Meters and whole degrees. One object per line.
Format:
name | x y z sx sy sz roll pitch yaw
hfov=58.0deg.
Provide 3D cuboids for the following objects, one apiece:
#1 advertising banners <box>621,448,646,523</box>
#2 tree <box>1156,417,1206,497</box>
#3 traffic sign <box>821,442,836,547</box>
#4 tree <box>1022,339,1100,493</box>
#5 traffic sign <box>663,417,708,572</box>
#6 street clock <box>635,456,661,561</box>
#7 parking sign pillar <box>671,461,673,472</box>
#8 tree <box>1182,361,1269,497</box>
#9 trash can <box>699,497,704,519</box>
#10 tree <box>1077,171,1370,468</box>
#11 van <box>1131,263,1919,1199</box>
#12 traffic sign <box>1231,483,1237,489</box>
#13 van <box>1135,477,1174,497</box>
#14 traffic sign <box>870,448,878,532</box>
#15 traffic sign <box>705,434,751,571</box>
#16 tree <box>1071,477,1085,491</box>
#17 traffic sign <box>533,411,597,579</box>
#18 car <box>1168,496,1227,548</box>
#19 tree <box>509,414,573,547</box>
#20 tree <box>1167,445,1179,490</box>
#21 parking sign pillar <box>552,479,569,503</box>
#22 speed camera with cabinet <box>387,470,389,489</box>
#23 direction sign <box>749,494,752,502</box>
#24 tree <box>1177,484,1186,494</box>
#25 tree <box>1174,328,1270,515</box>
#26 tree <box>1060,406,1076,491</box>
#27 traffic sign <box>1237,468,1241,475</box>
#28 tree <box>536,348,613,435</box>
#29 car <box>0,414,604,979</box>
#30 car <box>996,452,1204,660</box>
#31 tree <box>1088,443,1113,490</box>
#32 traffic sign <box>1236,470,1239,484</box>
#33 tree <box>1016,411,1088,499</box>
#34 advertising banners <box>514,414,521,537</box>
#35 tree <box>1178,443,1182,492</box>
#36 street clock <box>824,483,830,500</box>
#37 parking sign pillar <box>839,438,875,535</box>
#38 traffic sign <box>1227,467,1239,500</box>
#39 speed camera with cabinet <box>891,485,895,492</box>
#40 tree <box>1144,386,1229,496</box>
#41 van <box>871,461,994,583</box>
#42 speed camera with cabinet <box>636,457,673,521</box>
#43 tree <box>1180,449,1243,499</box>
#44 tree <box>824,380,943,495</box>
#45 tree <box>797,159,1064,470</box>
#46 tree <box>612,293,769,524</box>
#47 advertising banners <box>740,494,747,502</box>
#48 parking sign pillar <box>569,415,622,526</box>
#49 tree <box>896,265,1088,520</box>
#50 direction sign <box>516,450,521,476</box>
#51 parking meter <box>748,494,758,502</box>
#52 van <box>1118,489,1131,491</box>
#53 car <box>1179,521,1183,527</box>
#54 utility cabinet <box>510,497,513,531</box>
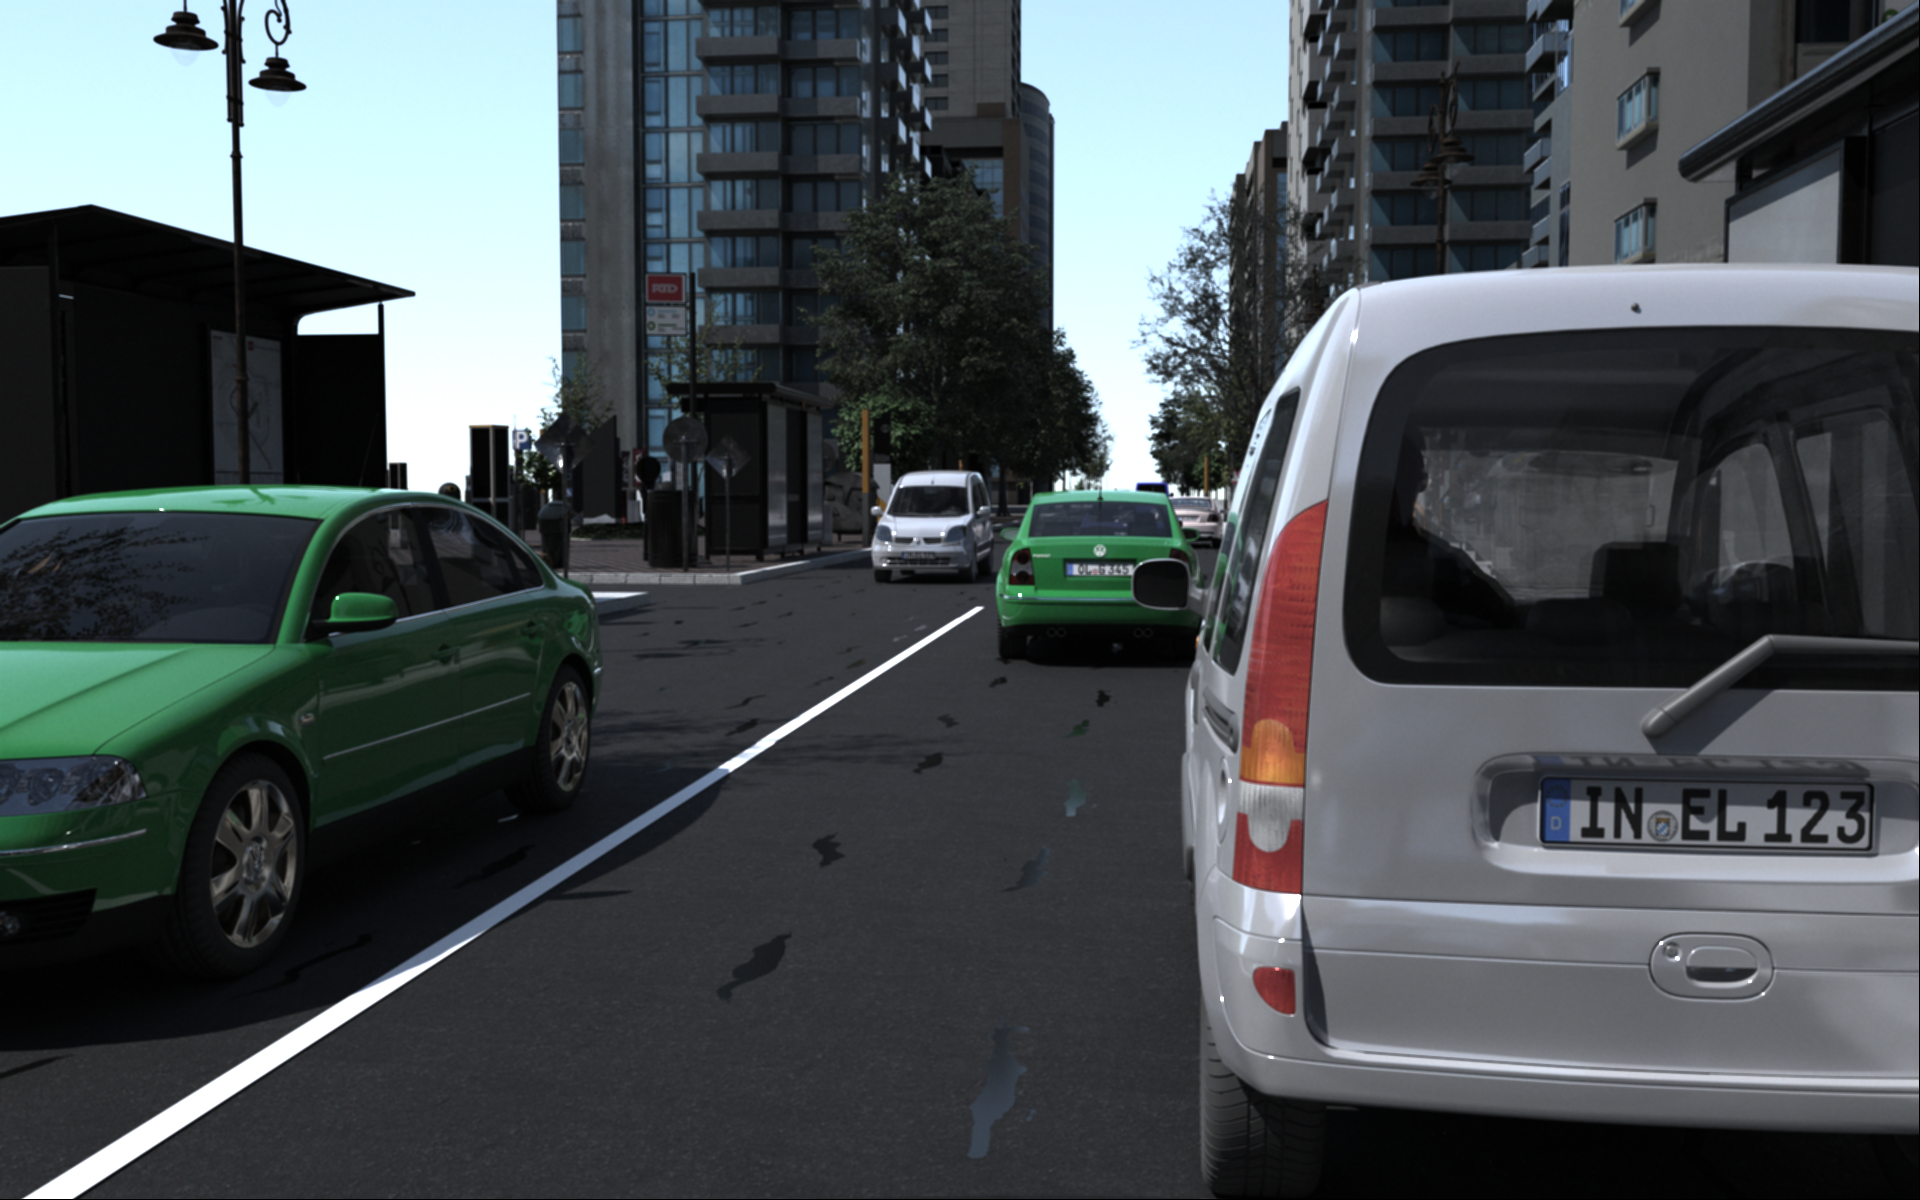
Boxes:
advertising banners | -12.946 -4.265 65.926 2.074 3.025 0.090 0 4 4
tree | 29.107 -18.459 227.552 9.928 11.665 9.643 0 3 0
traffic sign | -3.385 -2.555 41.883 0.768 2.556 0.104 1 4 10
tree | 5.299 -12.401 120.878 7.486 12.596 7.792 0 3 0
traffic sign | -4.533 -1.739 28.536 0.768 2.556 0.104 0 4 8
street clock | -5.994 -1.757 33.296 0.471 2.002 0.358 -1 4 -20
parking sign pillar | -16.470 -6.818 99.950 1.447 3.967 1.447 -1 4 -14
tree | 14.465 -8.533 89.882 4.360 8.622 3.978 0 3 0
trash can | -13.811 -4.854 91.018 0.748 1.137 0.748 0 3 0
tree | 11.450 -9.515 65.934 12.009 13.543 11.850 0 3 0
van | 1.473 0.135 4.808 2.013 2.044 4.112 0 4 7
traffic sign | 15.451 -5.934 97.127 0.768 2.556 0.104 0 4 7
van | 10.266 -5.385 92.424 2.240 2.365 5.245 0 4 7
traffic sign | -2.324 -2.924 47.915 0.768 2.556 0.104 1 4 12
traffic sign | -3.892 -1.551 29.009 0.795 2.450 0.064 0 4 7
tree | 13.361 -12.021 191.142 1.663 3.219 1.824 0 3 0
traffic sign | -4.803 -1.066 21.076 0.795 2.450 0.064 0 4 7
car | 6.272 -2.152 47.550 2.083 1.381 4.827 0 4 8
tree | -10.043 -2.912 42.207 1.663 3.219 1.824 0 3 0
tree | 24.644 -14.384 185.547 4.360 8.622 3.978 0 3 0
parking sign pillar | -15.520 -4.970 69.724 1.447 3.967 1.447 1 4 10
speed camera with cabinet | -20.709 -4.062 60.754 0.660 3.252 2.038 1 4 9
direction sign | -5.036 -3.039 41.677 0.379 3.537 0.876 1 4 8
tree | 31.291 -15.173 242.681 1.663 3.219 1.824 0 3 0
tree | 11.522 -7.641 75.288 4.737 8.622 4.395 0 3 0
tree | 9.517 -15.251 159.717 12.009 13.543 11.850 0 3 0
traffic sign | 14.026 -5.300 86.660 0.884 2.594 0.081 1 4 14
tree | -19.630 -8.414 87.929 4.737 8.622 4.395 0 3 0
car | -2.800 0.134 6.601 1.959 1.807 4.718 0 4 7
car | 1.328 -0.467 16.427 1.959 1.807 4.718 0 4 5
tree | 14.612 -15.212 199.072 4.737 8.622 4.395 0 3 0
traffic sign | 14.998 -5.680 92.979 0.768 2.556 0.104 0 4 8
tree | 4.710 -9.767 110.050 4.737 8.622 4.395 0 3 0
advertising banners | -9.994 -2.621 39.045 0.090 3.025 2.074 -1 4 -12
tree | 23.569 -13.152 165.396 4.360 8.622 3.978 0 3 0
street clock | -8.131 -6.151 105.133 0.471 2.002 0.358 0 4 -1
parking sign pillar | -3.188 -4.081 55.194 1.447 3.967 1.447 1 4 12
traffic sign | 12.721 -4.941 80.790 0.884 2.594 0.081 1 4 9
speed camera with cabinet | -2.287 -4.905 74.531 0.660 3.252 2.038 3 5 45
tree | 26.771 -18.191 204.081 9.857 13.997 8.962 0 3 0
van | -0.413 -1.369 29.391 2.013 2.044 4.112 0 4 7
speed camera with cabinet | -12.407 -4.728 71.643 0.660 3.252 2.038 3 5 41
tree | 16.631 -7.884 112.612 4.285 4.588 4.351 0 3 0
tree | -2.124 -4.061 50.113 4.285 4.588 4.351 0 3 0
tree | -1.003 -9.715 65.497 9.857 13.997 8.962 0 3 0
tree | -9.294 -6.866 62.628 4.737 8.622 4.395 0 3 0
advertising banners | -10.010 -5.330 83.332 0.090 3.025 2.074 -3 4 -39
parking sign pillar | -12.279 -4.339 59.415 1.447 3.967 1.447 1 4 22
tree | 1.181 -10.289 85.225 9.611 12.733 9.660 0 3 0
direction sign | -21.353 -5.623 83.933 0.379 3.537 0.876 0 4 6
parking meter | -7.137 -3.143 59.794 0.372 1.533 0.369 0 3 0
van | 21.039 -13.346 222.584 2.240 2.365 5.245 0 4 8
car | 2.903 -1.076 30.173 1.945 1.354 3.894 0 4 6
utility cabinet | -10.792 -1.809 40.731 0.306 1.237 1.020 -2 4 -31
